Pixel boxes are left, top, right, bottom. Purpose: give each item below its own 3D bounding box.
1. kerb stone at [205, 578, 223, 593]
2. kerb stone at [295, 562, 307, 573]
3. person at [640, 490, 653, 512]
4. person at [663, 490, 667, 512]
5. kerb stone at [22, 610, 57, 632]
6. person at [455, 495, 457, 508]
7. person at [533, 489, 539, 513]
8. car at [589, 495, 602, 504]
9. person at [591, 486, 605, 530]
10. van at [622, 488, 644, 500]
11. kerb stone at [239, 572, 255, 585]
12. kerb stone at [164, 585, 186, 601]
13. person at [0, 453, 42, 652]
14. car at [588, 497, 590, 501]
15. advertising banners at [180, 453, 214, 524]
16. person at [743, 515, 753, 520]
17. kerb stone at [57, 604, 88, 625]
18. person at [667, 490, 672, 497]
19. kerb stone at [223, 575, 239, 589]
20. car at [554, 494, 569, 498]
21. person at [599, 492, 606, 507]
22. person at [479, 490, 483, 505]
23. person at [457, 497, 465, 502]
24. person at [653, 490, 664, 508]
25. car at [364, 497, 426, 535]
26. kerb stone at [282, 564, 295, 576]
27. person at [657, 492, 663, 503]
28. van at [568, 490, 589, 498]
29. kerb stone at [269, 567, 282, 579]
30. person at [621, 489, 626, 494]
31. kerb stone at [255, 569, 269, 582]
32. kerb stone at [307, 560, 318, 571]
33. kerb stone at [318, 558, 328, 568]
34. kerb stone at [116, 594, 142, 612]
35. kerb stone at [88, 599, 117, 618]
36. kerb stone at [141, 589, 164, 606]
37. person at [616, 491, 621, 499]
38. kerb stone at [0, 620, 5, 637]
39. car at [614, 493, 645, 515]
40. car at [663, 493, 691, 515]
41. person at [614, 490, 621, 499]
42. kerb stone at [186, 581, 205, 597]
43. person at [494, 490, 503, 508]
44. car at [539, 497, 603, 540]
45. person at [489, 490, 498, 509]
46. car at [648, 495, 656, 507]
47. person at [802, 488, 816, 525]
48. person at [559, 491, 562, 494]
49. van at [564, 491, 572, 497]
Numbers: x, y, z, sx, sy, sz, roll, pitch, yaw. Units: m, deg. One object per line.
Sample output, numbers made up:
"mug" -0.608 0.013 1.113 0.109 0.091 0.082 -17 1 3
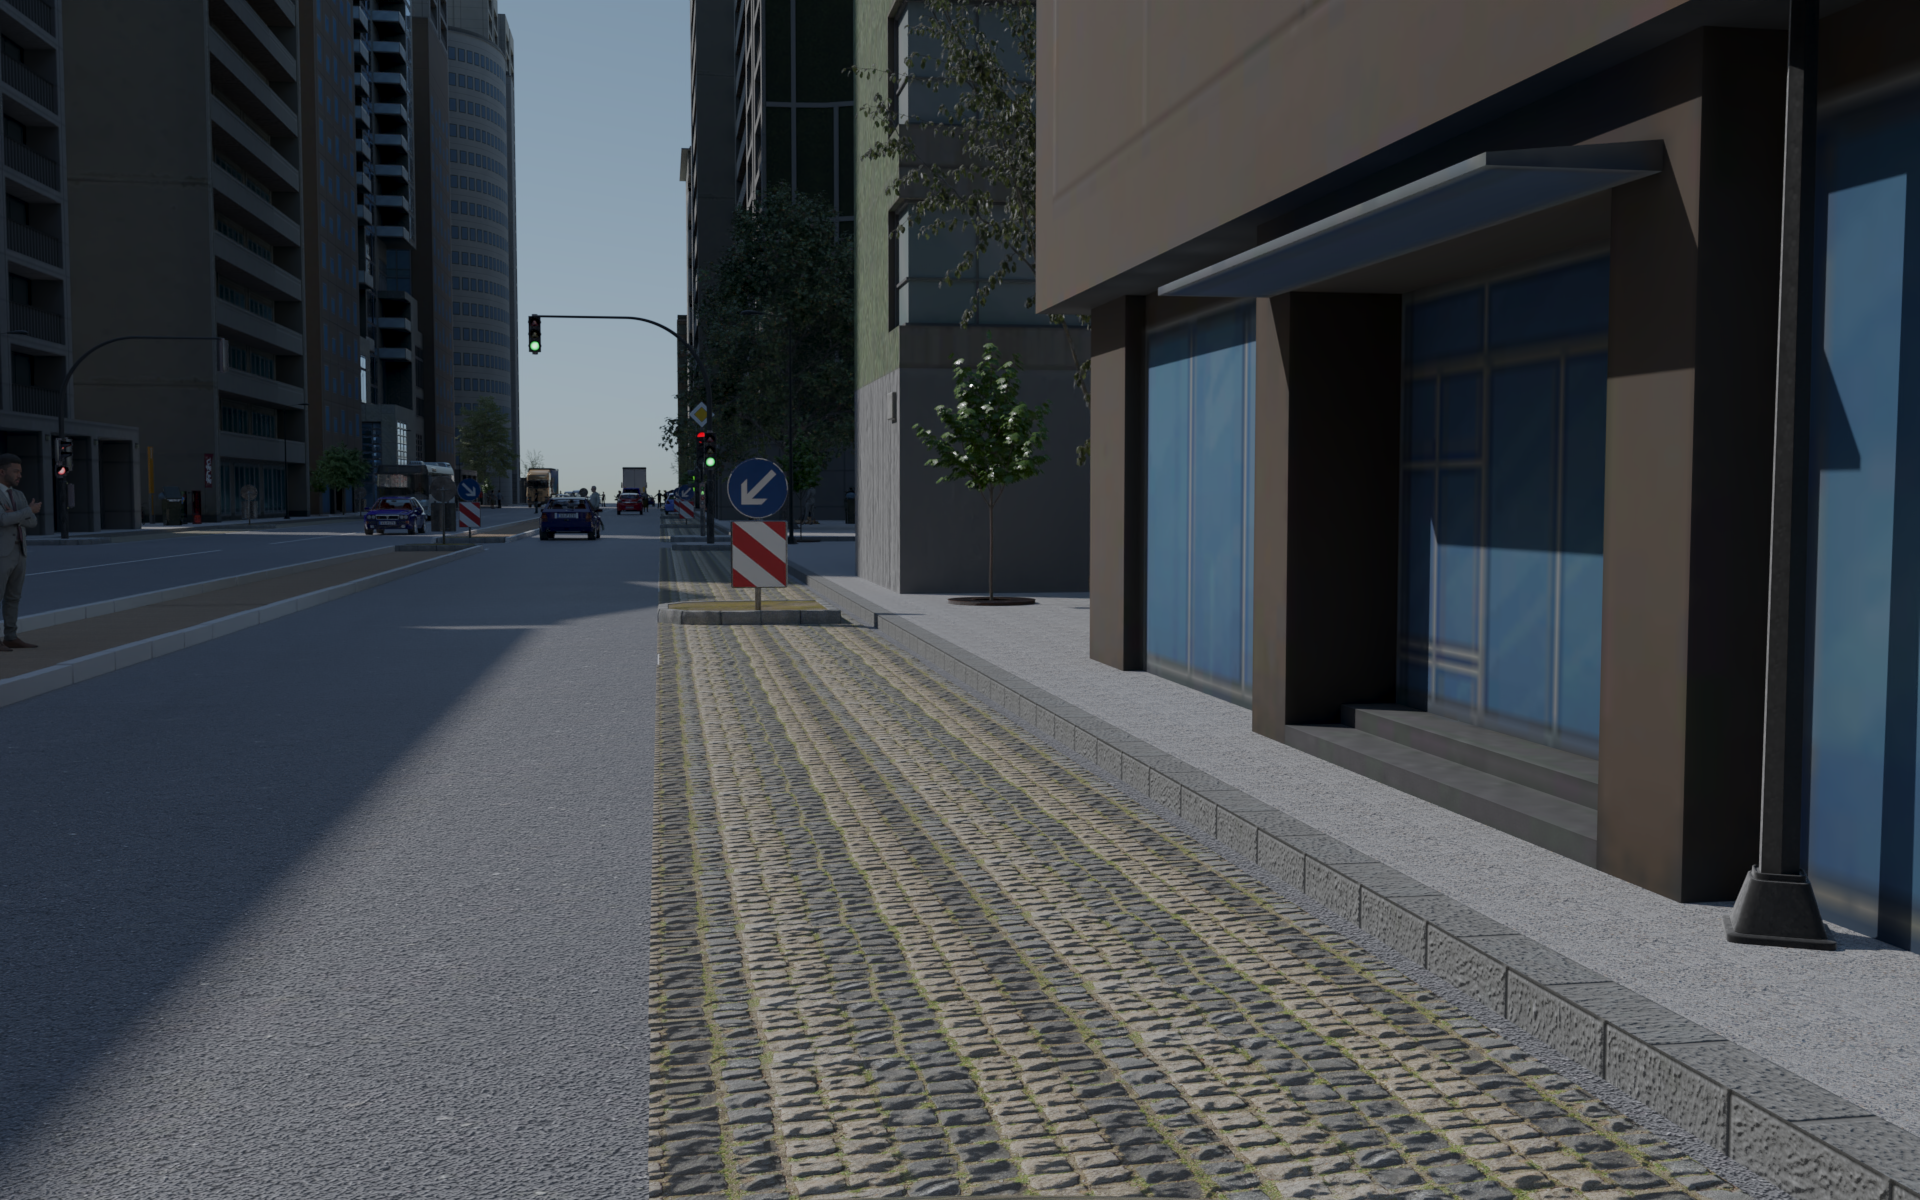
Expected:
"kerb stone" -11.015 -0.193 25.350 0.120 0.150 1.000 -1 4 -10
"kerb stone" -12.064 -0.564 31.419 0.120 0.150 1.000 -1 4 -10
"person" -25.109 -7.904 138.463 1.217 1.736 0.721 -1 4 -19
"person" -22.576 -7.600 133.282 0.721 1.766 1.217 0 4 2
"kerb stone" -9.793 0.241 18.281 0.120 0.150 1.000 -1 4 -10
"person" -46.798 -9.363 159.933 0.445 1.727 0.742 1 4 20
"person" -31.357 -7.308 127.990 0.705 1.822 1.348 0 4 -8
"car" -54.157 -14.946 256.733 2.083 1.381 4.827 -1 4 -11
"person" -14.481 -3.653 68.706 0.515 1.767 0.782 -3 5 -42
"van" -32.638 -10.269 172.284 2.240 2.365 5.245 -1 4 -9
"kerb stone" -11.361 -0.315 27.369 0.120 0.150 1.000 -1 4 -10
"kerb stone" -10.669 -0.070 23.333 0.120 0.150 1.000 -1 4 -10
"person" -8.646 -0.436 15.810 0.466 1.800 0.511 0 4 -5
"car" -47.308 -12.729 216.916 1.959 1.807 4.718 -1 4 -12
"advertising banners" -32.520 -4.740 73.681 0.090 3.025 2.074 1 4 22
"person" -8.852 -4.052 72.779 0.515 1.767 0.782 2 4 26
"kerb stone" -9.971 0.178 19.287 0.120 0.150 1.000 -1 4 -10
"person" -23.591 -8.074 141.200 1.217 1.739 0.721 1 4 22
"kerb stone" -11.196 -0.254 26.356 0.120 0.150 1.000 -1 4 -10
"car" -40.247 -9.973 175.057 2.014 1.417 4.499 -1 4 -9
"person" -39.772 -11.220 192.744 0.445 1.727 0.742 3 4 37
"person" -54.583 -11.693 197.155 0.705 1.831 1.348 1 4 13
"person" -37.611 -7.433 130.762 0.721 1.736 1.217 -3 5 -44
"person" -30.085 -10.106 173.357 1.348 1.869 0.705 0 4 -4
"car" -20.231 -3.026 62.059 1.945 1.354 3.894 -1 4 -10
"kerb stone" -11.893 -0.502 30.406 0.120 0.150 1.000 -1 4 -10
"person" -32.930 -11.017 189.313 1.217 1.739 0.721 -3 4 -36
"van" -37.140 -9.897 168.833 2.013 2.044 4.112 -1 4 -9
"kerb stone" -11.716 -0.440 29.397 0.120 0.150 1.000 -1 4 -10
"person" -28.807 -8.595 148.902 0.709 1.838 0.599 -3 5 -45
"kerb stone" -11.544 -0.378 28.374 0.120 0.150 1.000 -1 4 -10
"kerb stone" -12.235 -0.626 32.427 0.120 0.150 1.000 -1 4 -10
"kerb stone" -12.413 -0.687 33.433 0.120 0.150 1.000 -1 4 -10
"kerb stone" -10.309 0.054 21.310 0.120 0.150 1.000 -1 4 -10
"kerb stone" -10.136 0.116 20.296 0.120 0.150 1.000 -1 4 -10
"kerb stone" -10.495 -0.008 22.325 0.120 0.150 1.000 -1 4 -10
"person" -30.781 -9.060 157.343 1.217 1.735 0.721 2 4 29
"kerb stone" -9.613 0.301 17.274 0.120 0.150 1.000 -1 4 -10
"car" -23.076 -6.853 121.088 2.155 1.783 4.494 -1 4 -10
"car" -19.574 -6.748 119.920 1.945 1.707 3.694 -1 4 -10
"person" -29.769 -8.684 151.010 0.617 1.759 0.750 2 4 23
"kerb stone" -10.846 -0.131 24.342 0.120 0.150 1.000 -1 4 -10
"person" -45.923 -10.034 172.536 0.705 1.826 1.348 2 4 26
"car" -12.365 -2.595 55.016 1.945 1.354 3.894 -1 4 -9
"person" -45.004 -9.688 166.906 1.348 1.824 0.705 3 5 42
"car" -36.032 -11.437 199.569 1.945 1.354 3.894 0 4 -8
"person" -6.308 -4.013 71.926 0.573 1.790 0.520 1 4 9
"person" -45.672 -11.593 198.030 1.348 1.826 0.705 1 4 17
"van" -56.508 -14.873 250.177 2.013 2.044 4.112 -1 4 -11
